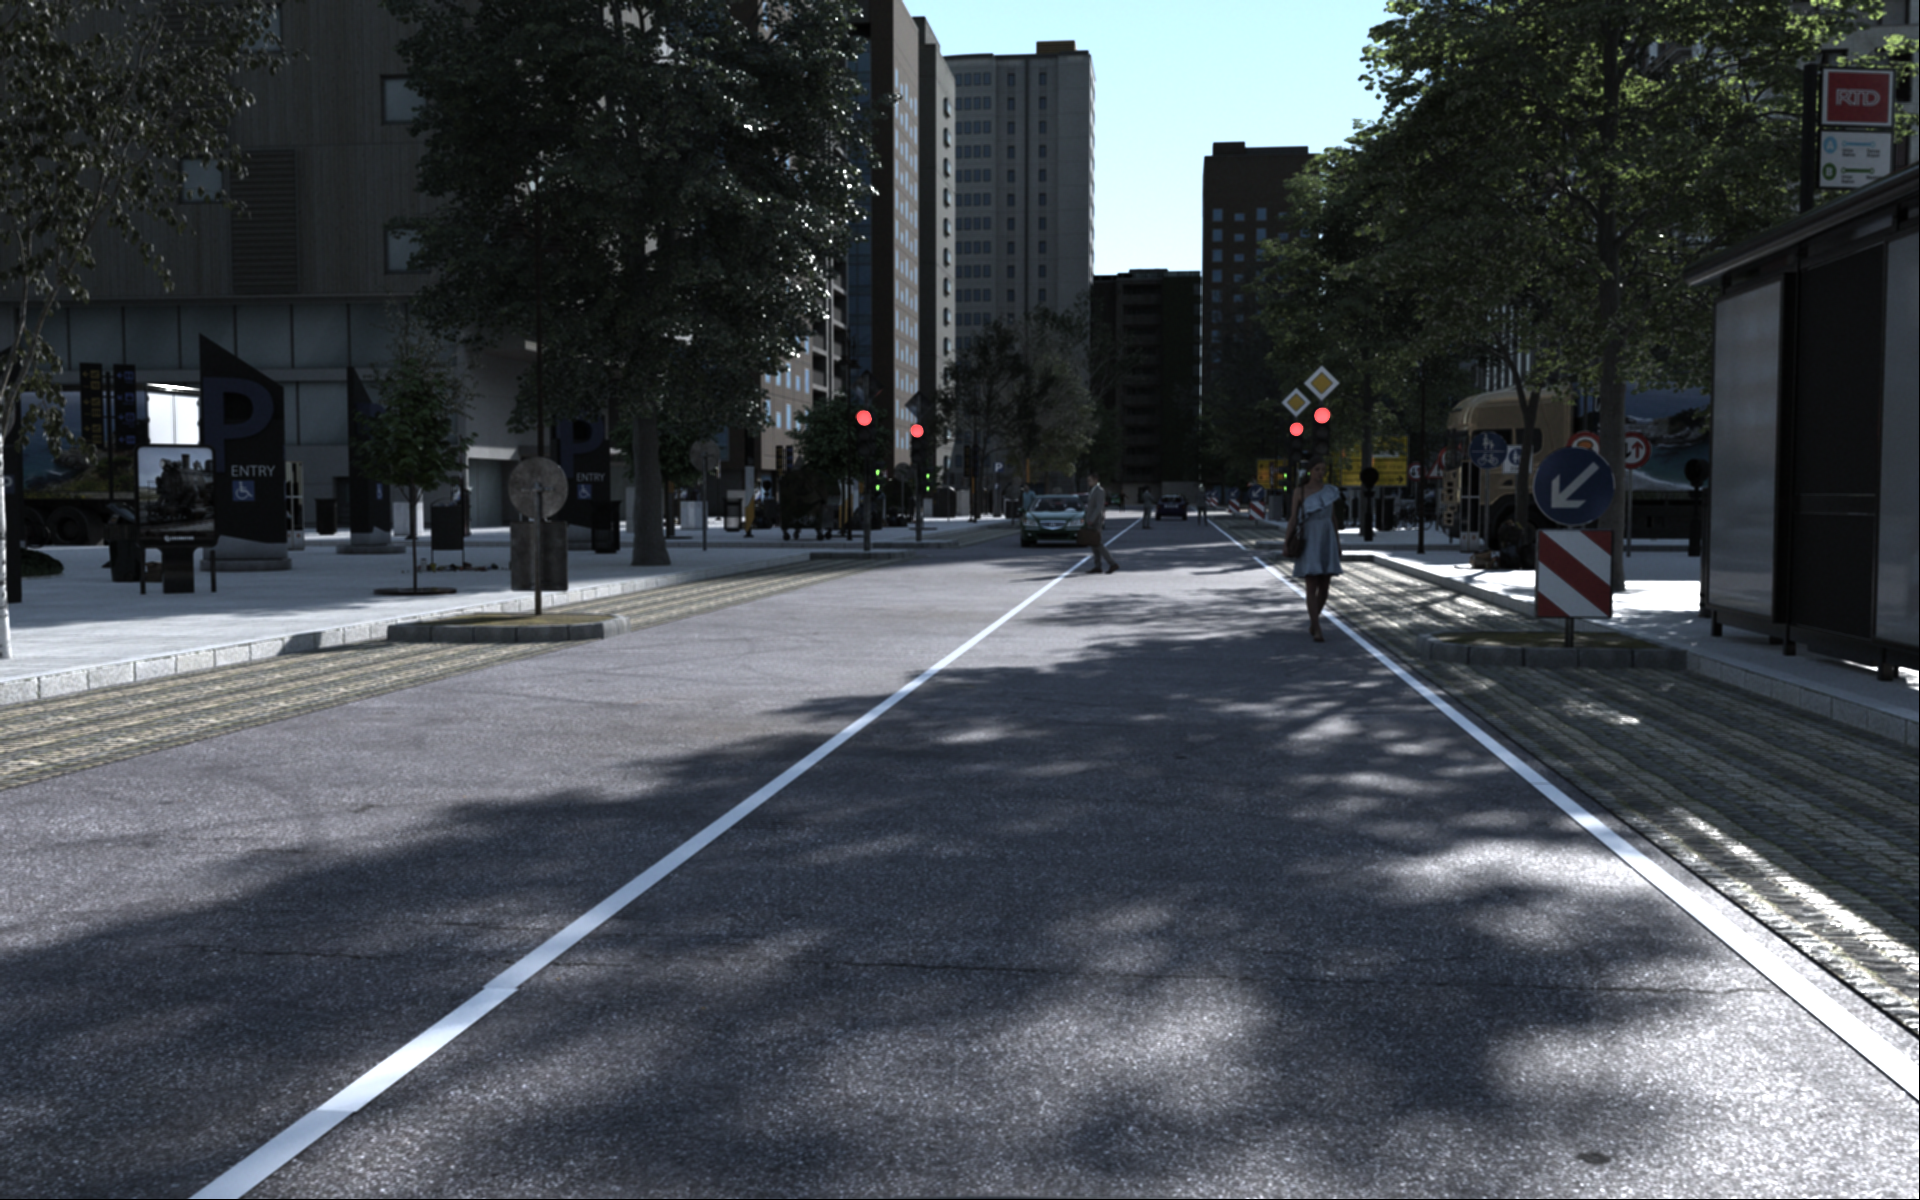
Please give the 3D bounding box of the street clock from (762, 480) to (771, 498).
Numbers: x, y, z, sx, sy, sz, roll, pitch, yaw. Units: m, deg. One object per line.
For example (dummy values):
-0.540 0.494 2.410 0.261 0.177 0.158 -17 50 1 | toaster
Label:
-10.198 -5.309 91.380 0.471 2.002 0.358 -3 5 -42 | street clock

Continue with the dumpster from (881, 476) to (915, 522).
-2.831 -4.792 80.842 1.502 2.255 1.985 0 4 7 | dumpster

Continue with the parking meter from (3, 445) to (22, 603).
-11.276 -0.893 20.313 0.255 1.863 0.399 1 4 20 | parking meter

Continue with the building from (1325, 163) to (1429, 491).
60.126 -34.821 223.942 28.867 44.769 22.147 0 4 7 | building

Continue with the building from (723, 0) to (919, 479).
-11.486 -30.691 151.913 14.600 45.320 14.200 0 4 7 | building

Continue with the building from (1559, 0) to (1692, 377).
37.065 -17.991 81.537 14.401 28.519 23.554 0 4 7 | building

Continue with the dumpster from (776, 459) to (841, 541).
-4.225 -2.793 48.161 1.502 2.255 1.985 0 4 7 | dumpster

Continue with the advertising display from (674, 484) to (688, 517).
-15.685 -5.613 96.987 0.974 1.923 0.123 -3 5 -40 | advertising display

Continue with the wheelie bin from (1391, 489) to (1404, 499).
25.858 -5.785 102.494 0.693 1.594 0.980 1 4 20 | wheelie bin

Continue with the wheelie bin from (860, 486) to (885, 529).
-3.189 -3.432 64.025 0.980 1.594 0.693 -2 4 -30 | wheelie bin

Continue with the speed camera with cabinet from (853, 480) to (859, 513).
-4.233 -4.672 70.715 0.660 3.252 2.038 -1 4 -11 | speed camera with cabinet

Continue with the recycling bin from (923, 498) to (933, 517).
-1.657 -5.286 98.984 0.722 1.027 0.722 3 4 37 | recycling bin

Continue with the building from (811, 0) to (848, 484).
-17.468 -42.575 134.357 20.563 71.187 20.611 0 4 7 | building

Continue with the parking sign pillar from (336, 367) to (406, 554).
-12.741 -2.991 37.370 1.447 3.967 1.447 0 4 2 | parking sign pillar

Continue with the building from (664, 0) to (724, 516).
-17.260 -27.827 105.088 14.600 45.320 14.200 0 4 7 | building

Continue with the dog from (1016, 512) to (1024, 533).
2.489 -2.880 63.922 0.513 0.831 0.800 -3 4 -36 | dog

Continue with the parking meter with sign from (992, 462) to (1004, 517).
2.059 -6.085 95.744 0.543 3.016 1.738 0 4 -4 | parking meter with sign

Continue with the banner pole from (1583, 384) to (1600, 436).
13.296 -2.830 36.281 0.401 3.779 0.863 -3 5 -43 | banner pole

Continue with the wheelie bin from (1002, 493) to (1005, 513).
3.203 -6.464 113.591 0.693 1.594 0.980 2 4 29 | wheelie bin

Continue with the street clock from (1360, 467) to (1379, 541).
11.111 -2.599 47.057 0.471 2.002 0.358 0 4 -2 | street clock

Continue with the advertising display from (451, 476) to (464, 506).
-18.046 -3.486 62.210 0.123 1.923 0.974 -3 4 -37 | advertising display

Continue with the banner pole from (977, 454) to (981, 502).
1.218 -7.185 107.491 0.401 3.779 0.863 2 4 31 | banner pole

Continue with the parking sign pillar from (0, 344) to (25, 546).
-17.271 -2.571 30.502 1.447 3.967 1.447 -3 4 -36 | parking sign pillar

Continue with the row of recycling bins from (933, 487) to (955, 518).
-0.855 -5.430 95.896 1.069 1.692 3.534 -1 4 -8 | row of recycling bins

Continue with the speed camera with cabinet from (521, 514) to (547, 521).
-14.270 -3.936 58.687 0.660 3.252 2.038 -3 4 -36 | speed camera with cabinet

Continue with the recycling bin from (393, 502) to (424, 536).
-16.979 -2.493 53.318 0.722 1.027 0.722 0 3 0 | recycling bin

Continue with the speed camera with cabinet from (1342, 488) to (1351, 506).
21.974 -6.316 97.595 0.660 3.252 2.038 2 4 27 | speed camera with cabinet

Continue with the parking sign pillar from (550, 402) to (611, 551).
-8.733 -3.142 39.841 1.447 3.967 1.447 -2 4 -35 | parking sign pillar

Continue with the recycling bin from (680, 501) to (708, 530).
-9.535 -3.031 62.108 0.722 1.027 0.722 2 4 29 | recycling bin

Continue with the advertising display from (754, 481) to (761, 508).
-10.280 -5.018 87.260 0.123 1.923 0.974 1 4 20 | advertising display

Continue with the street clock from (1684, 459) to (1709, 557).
15.136 -1.898 35.605 0.358 2.002 0.471 -1 4 -21 | street clock

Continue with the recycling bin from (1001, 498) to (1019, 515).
3.078 -5.597 104.071 0.722 1.027 0.722 1 4 19 | recycling bin

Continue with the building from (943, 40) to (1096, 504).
3.661 -42.086 230.106 28.212 58.520 21.231 0 4 7 | building

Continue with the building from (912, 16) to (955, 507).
-12.231 -33.734 175.245 21.600 48.544 21.300 0 4 7 | building

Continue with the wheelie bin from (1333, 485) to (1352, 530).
13.361 -3.291 61.716 0.693 1.594 0.980 0 4 -7 | wheelie bin

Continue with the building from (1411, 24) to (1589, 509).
52.404 -27.065 134.391 32.217 40.220 23.993 0 4 7 | building

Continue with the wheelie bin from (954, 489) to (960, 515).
-0.264 -6.034 106.569 0.980 1.594 0.693 -3 4 -37 | wheelie bin

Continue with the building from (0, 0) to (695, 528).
-27.822 -29.794 76.375 28.713 52.752 27.495 0 4 7 | building

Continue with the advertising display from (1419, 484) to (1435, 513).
28.672 -6.186 106.353 0.974 1.923 0.123 1 4 9 | advertising display

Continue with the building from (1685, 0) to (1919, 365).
35.867 -12.612 60.950 16.860 20.320 10.420 0 4 7 | building

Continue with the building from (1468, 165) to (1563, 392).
39.613 -16.141 105.712 13.314 21.916 24.055 0 4 7 | building

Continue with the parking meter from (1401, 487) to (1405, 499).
27.008 -6.131 105.949 0.399 1.863 0.255 2 4 32 | parking meter

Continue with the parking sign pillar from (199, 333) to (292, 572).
-12.054 -2.487 29.130 1.447 3.967 1.447 -1 4 -17 | parking sign pillar

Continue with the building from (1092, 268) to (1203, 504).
24.257 -27.732 225.113 14.107 30.474 14.160 0 4 7 | building

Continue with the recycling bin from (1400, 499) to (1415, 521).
21.658 -4.361 83.856 0.722 1.027 0.722 0 4 1 | recycling bin

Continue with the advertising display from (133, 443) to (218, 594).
-10.122 -1.050 22.374 0.974 1.923 0.123 -2 4 -35 | advertising display

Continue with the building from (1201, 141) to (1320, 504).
38.282 -35.024 222.749 14.200 45.320 14.600 0 4 7 | building

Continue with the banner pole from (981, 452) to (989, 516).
1.607 -6.940 103.480 0.401 3.779 0.863 0 4 1 | banner pole

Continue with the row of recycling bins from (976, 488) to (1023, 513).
2.766 -6.771 117.824 3.534 1.692 1.069 -1 4 -15 | row of recycling bins

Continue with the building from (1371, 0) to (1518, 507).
51.748 -51.908 161.372 22.319 86.520 31.000 0 4 7 | building
